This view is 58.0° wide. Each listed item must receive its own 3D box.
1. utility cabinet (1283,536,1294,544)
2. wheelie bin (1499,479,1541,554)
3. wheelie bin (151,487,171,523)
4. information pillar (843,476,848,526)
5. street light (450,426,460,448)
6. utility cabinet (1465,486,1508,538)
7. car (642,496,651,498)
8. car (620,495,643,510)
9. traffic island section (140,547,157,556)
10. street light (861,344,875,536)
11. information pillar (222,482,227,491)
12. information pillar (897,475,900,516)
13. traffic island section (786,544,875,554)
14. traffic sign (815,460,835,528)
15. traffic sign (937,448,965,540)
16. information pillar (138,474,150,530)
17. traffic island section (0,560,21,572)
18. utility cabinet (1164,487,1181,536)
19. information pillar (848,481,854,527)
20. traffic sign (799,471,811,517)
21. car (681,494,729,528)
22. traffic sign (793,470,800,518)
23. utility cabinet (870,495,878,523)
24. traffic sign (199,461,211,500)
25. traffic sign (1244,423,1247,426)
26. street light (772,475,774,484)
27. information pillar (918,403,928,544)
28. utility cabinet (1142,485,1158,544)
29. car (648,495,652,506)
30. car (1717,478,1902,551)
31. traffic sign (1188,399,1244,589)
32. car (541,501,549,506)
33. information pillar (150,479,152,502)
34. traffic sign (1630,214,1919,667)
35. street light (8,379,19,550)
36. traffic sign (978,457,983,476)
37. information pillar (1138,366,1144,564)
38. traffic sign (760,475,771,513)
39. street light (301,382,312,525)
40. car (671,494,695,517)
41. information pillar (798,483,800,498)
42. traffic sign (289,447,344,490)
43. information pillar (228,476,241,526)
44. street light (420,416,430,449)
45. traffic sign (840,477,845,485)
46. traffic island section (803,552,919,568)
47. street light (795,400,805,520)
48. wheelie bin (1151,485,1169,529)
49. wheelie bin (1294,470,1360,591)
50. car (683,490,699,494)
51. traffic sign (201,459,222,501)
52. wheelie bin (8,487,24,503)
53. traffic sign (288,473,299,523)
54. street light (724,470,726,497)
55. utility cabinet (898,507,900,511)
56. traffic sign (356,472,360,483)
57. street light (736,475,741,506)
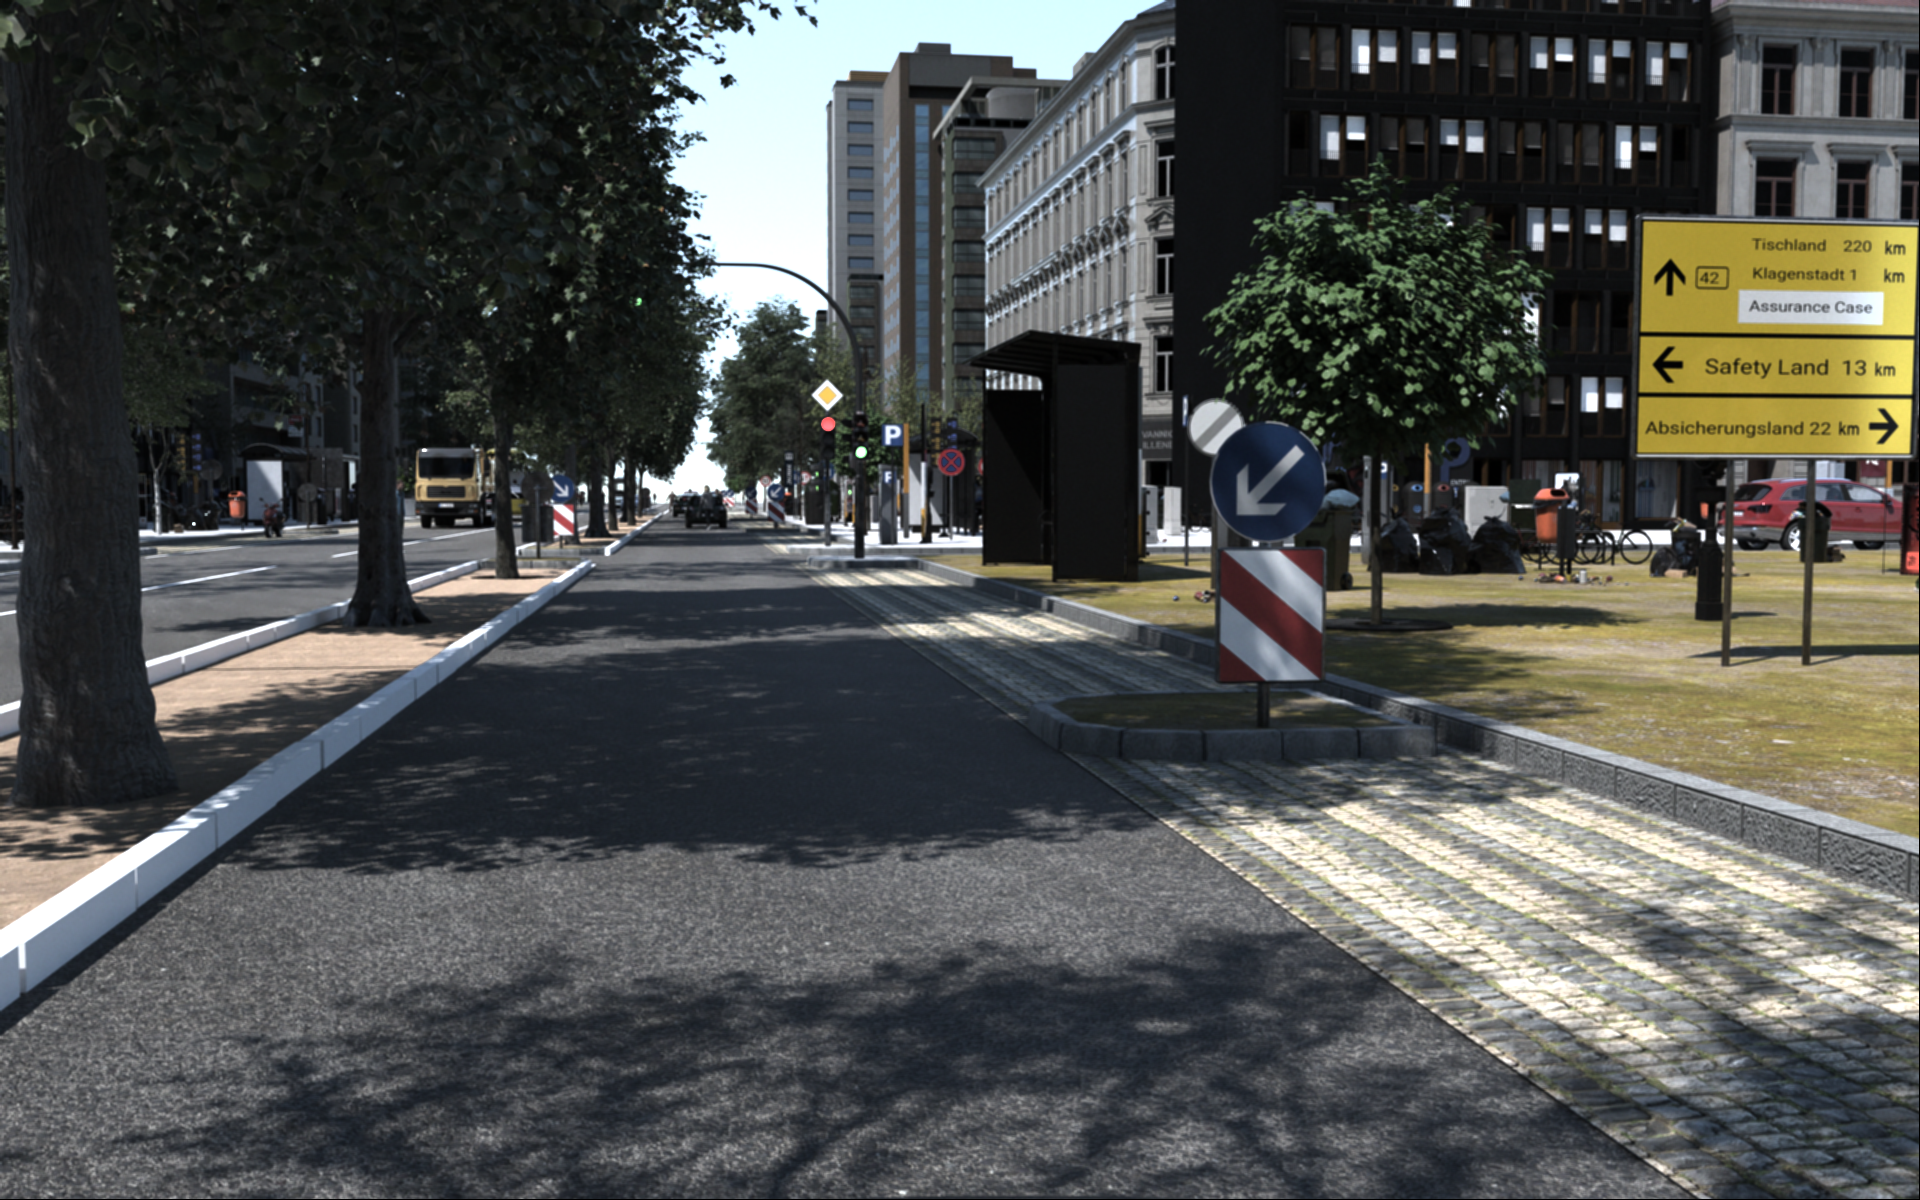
[{"bbox_3d":[8.240,-2.164,44.068,1.173,1.500,0.318,-3,5,-44],"label":"utility cabinet"},{"bbox_3d":[12.028,-1.780,37.014,0.980,1.594,0.693,1,4,15],"label":"wheelie bin"},{"bbox_3d":[-33.923,-4.016,73.577,0.693,1.594,0.980,-1,4,-14],"label":"wheelie bin"},{"bbox_3d":[-4.501,-4.720,68.530,0.183,3.616,0.504,-1,4,-10],"label":"information pillar"},{"bbox_3d":[-33.748,-8.743,115.743,0.468,5.910,1.993,-1,4,-9],"label":"street light"},{"bbox_3d":[15.163,-2.520,49.889,1.173,1.500,0.318,-1,4,-8],"label":"utility cabinet"},{"bbox_3d":[-36.828,-11.695,200.259,2.155,1.783,4.494,0,4,-8],"label":"car"},{"bbox_3d":[-29.211,-8.681,154.290,2.083,1.381,4.827,0,4,-7],"label":"car"},{"bbox_3d":[-19.866,-1.083,39.983,2.009,0.180,2.903,-1,4,-9],"label":"traffic island section"},{"bbox_3d":[-2.922,-4.928,53.360,0.468,5.910,1.993,-1,4,-9],"label":"street light"},{"bbox_3d":[-46.237,-6.396,109.061,0.304,2.012,0.304,2,4,25],"label":"information pillar"},{"bbox_3d":[-3.572,-6.602,99.296,0.183,3.616,0.504,-1,4,-20],"label":"information pillar"},{"bbox_3d":[-3.223,-1.240,42.551,2.009,0.180,2.903,-1,4,-9],"label":"traffic island section"},{"bbox_3d":[-5.104,-4.001,65.514,0.768,2.556,0.104,0,4,-6],"label":"traffic sign"},{"bbox_3d":[-0.244,-2.937,48.127,0.768,2.556,0.104,0,4,-2],"label":"traffic sign"},{"bbox_3d":[-29.656,-3.560,62.694,0.304,2.012,0.304,3,5,44],"label":"information pillar"},{"bbox_3d":[-18.642,-0.600,32.092,2.009,0.180,2.903,-1,4,-9],"label":"traffic island section"},{"bbox_3d":[6.542,-2.726,53.246,0.318,1.500,1.173,0,4,-5],"label":"utility cabinet"},{"bbox_3d":[-4.081,-4.639,67.204,0.183,3.616,0.504,1,4,11],"label":"information pillar"},{"bbox_3d":[-8.628,-5.878,96.206,0.768,2.556,0.104,0,4,-2],"label":"traffic sign"},{"bbox_3d":[-10.885,-3.931,74.063,2.009,1.686,4.222,-1,4,-10],"label":"car"},{"bbox_3d":[-8.790,-5.611,91.840,0.768,2.556,0.104,0,4,-8],"label":"traffic sign"},{"bbox_3d":[-3.964,-4.100,78.199,0.306,1.237,1.020,-1,4,-18],"label":"utility cabinet"},{"bbox_3d":[-28.037,-3.950,64.685,0.768,2.556,0.104,0,4,0],"label":"traffic sign"},{"bbox_3d":[4.755,-1.836,30.125,0.768,2.556,0.104,0,4,-7],"label":"traffic sign"},{"bbox_3d":[-12.563,-8.776,116.281,0.468,5.910,1.993,-1,4,-9],"label":"street light"},{"bbox_3d":[-0.932,-3.277,44.941,0.183,3.616,0.504,0,4,6],"label":"information pillar"},{"bbox_3d":[4.475,-2.158,43.970,1.173,1.500,0.318,-2,4,-32],"label":"utility cabinet"},{"bbox_3d":[-38.713,-12.256,212.386,2.014,1.417,4.499,-1,4,-10],"label":"car"},{"bbox_3d":[21.246,-2.051,42.208,5.304,1.827,2.281,-1,4,-9],"label":"car"},{"bbox_3d":[3.424,-1.418,23.285,0.768,2.556,0.104,0,4,-4],"label":"traffic sign"},{"bbox_3d":[-29.711,-6.841,120.895,2.155,1.783,4.494,-1,4,-8],"label":"car"},{"bbox_3d":[-39.256,-4.842,83.661,0.304,2.012,0.304,-3,5,-43],"label":"information pillar"},{"bbox_3d":[6.017,-1.159,12.821,2.265,3.308,0.079,0,4,-7],"label":"traffic sign"},{"bbox_3d":[-21.870,-4.106,39.918,0.468,5.910,1.993,-1,4,-9],"label":"street light"},{"bbox_3d":[0.965,-3.433,56.236,0.768,2.556,0.104,0,4,1],"label":"traffic sign"},{"bbox_3d":[3.177,-2.489,32.044,0.183,3.616,0.504,-3,5,-40],"label":"information pillar"},{"bbox_3d":[-13.192,-7.186,117.597,0.768,2.556,0.104,0,4,-7],"label":"traffic sign"},{"bbox_3d":[-26.850,-6.026,71.320,0.468,5.910,1.993,-1,4,-9],"label":"street light"},{"bbox_3d":[-17.196,-6.074,109.103,2.009,1.686,4.222,0,4,-8],"label":"car"},{"bbox_3d":[-10.786,-6.876,116.912,0.304,2.012,0.304,-1,4,-16],"label":"information pillar"},{"bbox_3d":[-28.146,-5.007,75.733,2.265,3.308,0.079,-1,4,-8],"label":"traffic sign"},{"bbox_3d":[-29.482,-4.035,70.469,0.304,2.012,0.304,2,4,30],"label":"information pillar"},{"bbox_3d":[-31.703,-7.948,102.741,0.468,5.910,1.993,-1,4,-9],"label":"street light"},{"bbox_3d":[-6.737,-6.348,103.797,0.884,2.594,0.081,0,4,-5],"label":"traffic sign"},{"bbox_3d":[-1.998,-0.757,34.660,2.009,0.180,2.903,-1,4,-9],"label":"traffic island section"},{"bbox_3d":[-7.811,-6.854,84.843,0.468,5.910,1.993,-1,4,-9],"label":"street light"},{"bbox_3d":[7.281,-3.366,62.934,0.980,1.594,0.693,0,4,6],"label":"wheelie bin"},{"bbox_3d":[4.838,-0.924,23.015,0.980,1.594,0.693,3,4,37],"label":"wheelie bin"},{"bbox_3d":[-28.291,-10.607,182.104,2.281,1.827,5.304,-1,4,-9],"label":"car"},{"bbox_3d":[-27.417,-3.875,63.468,0.768,2.556,0.104,0,4,-7],"label":"traffic sign"},{"bbox_3d":[-40.337,-4.053,74.178,0.693,1.594,0.980,-1,4,-19],"label":"wheelie bin"},{"bbox_3d":[-29.679,-4.737,77.552,0.768,2.556,0.104,0,4,-1],"label":"traffic sign"},{"bbox_3d":[-37.179,-18.448,274.414,0.468,5.910,1.993,-1,4,-9],"label":"street light"},{"bbox_3d":[-4.387,-6.217,110.326,1.173,1.500,0.318,1,4,13],"label":"utility cabinet"},{"bbox_3d":[-33.741,-5.982,97.919,0.768,2.556,0.104,0,4,-4],"label":"traffic sign"},{"bbox_3d":[-27.116,-14.517,210.138,0.468,5.910,1.993,-1,4,-9],"label":"street light"}]
